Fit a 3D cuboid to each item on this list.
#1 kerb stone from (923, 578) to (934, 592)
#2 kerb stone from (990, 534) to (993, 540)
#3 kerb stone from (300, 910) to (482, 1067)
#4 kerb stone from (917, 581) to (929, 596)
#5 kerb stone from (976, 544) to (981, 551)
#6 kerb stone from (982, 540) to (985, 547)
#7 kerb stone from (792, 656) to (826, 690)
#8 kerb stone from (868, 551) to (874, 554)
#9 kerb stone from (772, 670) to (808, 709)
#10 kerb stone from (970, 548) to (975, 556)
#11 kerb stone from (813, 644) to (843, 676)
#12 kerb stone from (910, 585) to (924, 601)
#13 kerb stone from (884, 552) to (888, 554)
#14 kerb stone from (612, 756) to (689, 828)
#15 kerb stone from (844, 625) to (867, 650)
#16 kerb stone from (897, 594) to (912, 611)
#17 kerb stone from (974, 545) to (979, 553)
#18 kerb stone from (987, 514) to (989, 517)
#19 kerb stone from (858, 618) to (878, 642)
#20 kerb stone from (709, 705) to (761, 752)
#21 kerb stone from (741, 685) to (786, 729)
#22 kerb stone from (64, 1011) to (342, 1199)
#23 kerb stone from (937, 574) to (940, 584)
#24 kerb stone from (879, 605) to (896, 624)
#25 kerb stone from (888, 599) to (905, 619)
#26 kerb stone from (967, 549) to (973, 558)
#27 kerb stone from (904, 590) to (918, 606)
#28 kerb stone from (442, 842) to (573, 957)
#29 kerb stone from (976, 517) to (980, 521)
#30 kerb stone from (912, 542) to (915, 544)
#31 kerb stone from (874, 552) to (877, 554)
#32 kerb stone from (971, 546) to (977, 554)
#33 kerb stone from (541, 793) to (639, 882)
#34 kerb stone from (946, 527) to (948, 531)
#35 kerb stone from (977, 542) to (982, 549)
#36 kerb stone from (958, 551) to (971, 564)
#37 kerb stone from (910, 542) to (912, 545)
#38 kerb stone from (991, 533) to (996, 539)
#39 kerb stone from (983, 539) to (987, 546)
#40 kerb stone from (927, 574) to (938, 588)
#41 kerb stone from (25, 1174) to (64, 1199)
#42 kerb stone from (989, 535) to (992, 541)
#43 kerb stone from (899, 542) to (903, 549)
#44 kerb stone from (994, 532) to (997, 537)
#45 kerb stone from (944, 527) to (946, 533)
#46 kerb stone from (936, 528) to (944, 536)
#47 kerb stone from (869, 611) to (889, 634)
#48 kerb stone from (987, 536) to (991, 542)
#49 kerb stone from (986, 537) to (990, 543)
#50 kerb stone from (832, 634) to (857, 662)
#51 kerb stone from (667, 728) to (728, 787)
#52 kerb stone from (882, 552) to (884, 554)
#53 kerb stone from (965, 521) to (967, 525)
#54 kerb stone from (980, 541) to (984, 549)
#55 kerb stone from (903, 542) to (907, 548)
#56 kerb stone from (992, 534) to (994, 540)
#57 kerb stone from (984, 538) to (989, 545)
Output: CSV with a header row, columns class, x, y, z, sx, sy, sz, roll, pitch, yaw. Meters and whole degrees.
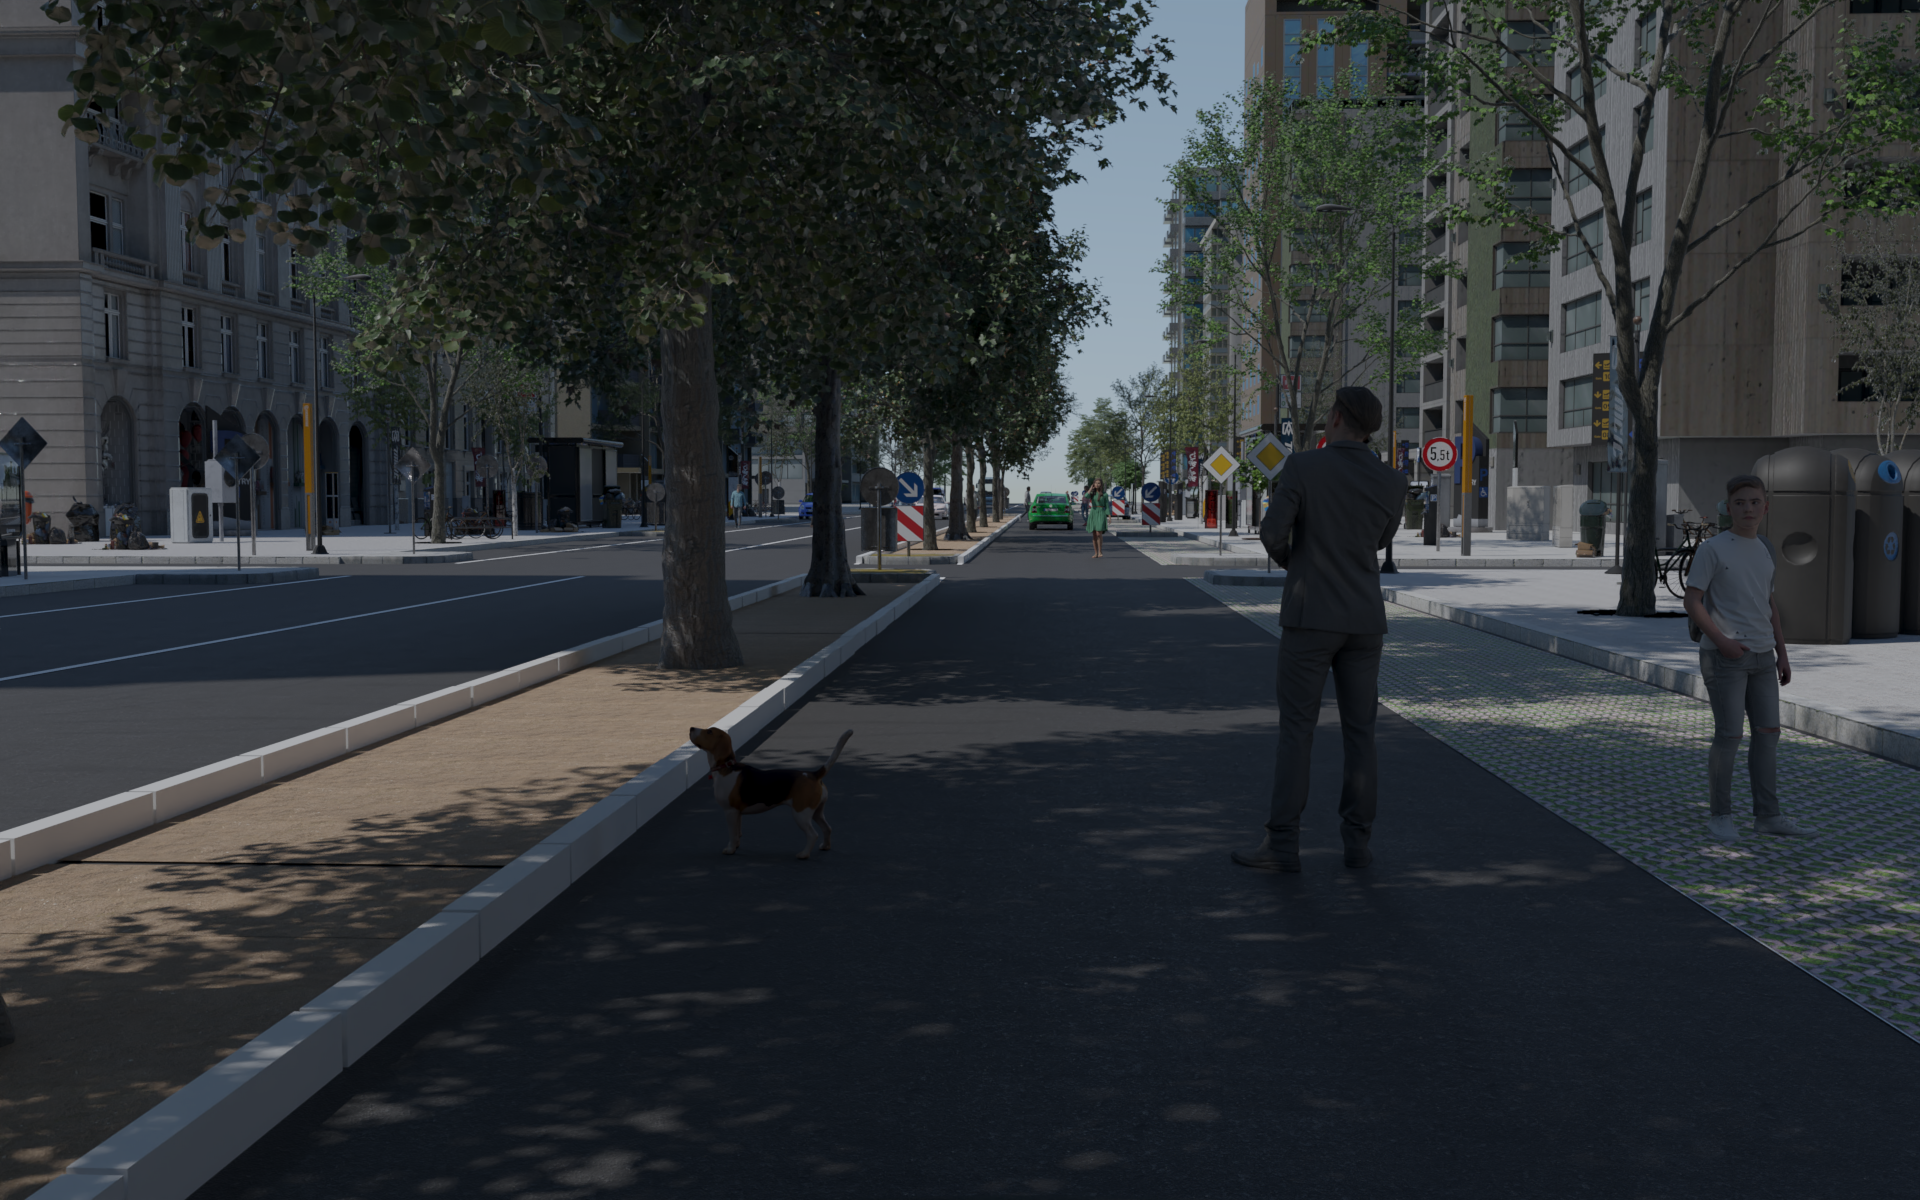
class,x,y,z,sx,sy,sz,roll,pitch,yaw
kerb stone,-0.513,-0.182,25.301,0.120,0.150,1.000,0,4,3
kerb stone,0.836,-1.791,51.472,0.120,0.150,1.000,0,4,3
kerb stone,-1.564,1.065,4.825,0.120,0.150,1.000,0,4,3
kerb stone,-0.570,-0.127,24.274,0.120,0.150,1.000,0,4,3
kerb stone,0.365,-1.223,42.259,0.120,0.150,1.000,0,4,3
kerb stone,0.521,-1.415,45.330,0.120,0.150,1.000,0,4,3
kerb stone,-1.148,0.561,13.020,0.120,0.150,1.000,0,4,3
kerb stone,-2.002,-0.918,37.205,0.120,0.150,1.000,0,4,3
kerb stone,-1.196,0.628,11.989,0.120,0.150,1.000,0,4,3
kerb stone,0.210,-1.034,39.173,0.120,0.150,1.000,0,4,3
kerb stone,-1.090,0.498,14.049,0.120,0.150,1.000,0,4,3
kerb stone,-0.613,-0.065,23.252,0.120,0.150,1.000,0,4,3
kerb stone,-1.839,-1.103,40.267,0.120,0.150,1.000,0,4,3
kerb stone,-1.413,0.875,7.892,0.120,0.150,1.000,0,4,3
kerb stone,-0.997,0.373,16.092,0.120,0.150,1.000,0,4,3
kerb stone,-0.722,0.061,21.202,0.120,0.150,1.000,0,4,3
kerb stone,0.310,-1.164,41.224,0.120,0.150,1.000,0,4,3
kerb stone,1.740,-5.358,109.878,0.120,0.150,1.000,0,4,3
kerb stone,-0.940,0.311,17.113,0.120,0.150,1.000,0,4,3
kerb stone,-1.299,0.750,9.934,0.120,0.150,1.000,0,4,3
kerb stone,-1.251,0.687,10.961,0.120,0.150,1.000,0,4,3
kerb stone,-1.620,1.127,3.804,0.120,0.150,1.000,0,4,3
kerb stone,-0.406,-0.315,27.342,0.120,0.150,1.000,0,4,3
kerb stone,-0.835,0.187,19.155,0.120,0.150,1.000,0,4,3
kerb stone,-0.773,0.123,20.181,0.120,0.150,1.000,0,4,3
kerb stone,0.156,-0.975,38.140,0.120,0.150,1.000,0,4,3
kerb stone,-0.667,0.001,22.223,0.120,0.150,1.000,0,4,3
kerb stone,-1.513,1.000,5.846,0.120,0.150,1.000,0,4,3
kerb stone,1.113,-4.607,97.595,0.120,0.150,1.000,0,4,3
kerb stone,-1.423,-1.593,48.438,0.120,0.150,1.000,0,4,3
kerb stone,-1.951,-0.980,38.225,0.120,0.150,1.000,0,4,3
kerb stone,0.256,-1.101,40.202,0.120,0.150,1.000,0,4,3
kerb stone,-1.462,0.938,6.867,0.120,0.150,1.000,0,4,3
kerb stone,-0.631,-2.542,63.800,0.120,0.150,1.000,0,4,3
kerb stone,0.419,-1.290,43.283,0.120,0.150,1.000,0,4,3
kerb stone,0.098,-0.910,37.115,0.120,0.150,1.000,0,4,3
kerb stone,-1.470,-1.541,47.417,0.120,0.150,1.000,0,4,3
kerb stone,0.944,-1.915,53.513,0.120,0.150,1.000,0,4,3
kerb stone,0.568,-1.478,46.358,0.120,0.150,1.000,0,4,3
kerb stone,-0.462,-0.252,26.321,0.120,0.150,1.000,0,4,3
kerb stone,-1.662,1.190,2.774,0.120,0.150,1.000,0,4,3
kerb stone,0.778,-1.728,50.451,0.120,0.150,1.000,0,4,3
kerb stone,-1.633,-1.355,44.353,0.120,0.150,1.000,0,4,3
kerb stone,0.997,-1.978,54.535,0.120,0.150,1.000,0,4,3
kerb stone,-0.687,-2.477,62.780,0.120,0.150,1.000,0,4,3
kerb stone,-0.737,-2.420,61.758,0.120,0.150,1.000,0,4,3
kerb stone,-0.877,0.248,18.133,0.120,0.150,1.000,0,4,3
kerb stone,0.733,-1.666,49.429,0.120,0.150,1.000,0,4,3
kerb stone,0.682,-1.599,48.409,0.120,0.150,1.000,0,4,3
kerb stone,-1.034,0.438,15.070,0.120,0.150,1.000,0,4,3
kerb stone,-1.358,0.815,8.913,0.120,0.150,1.000,0,4,3
kerb stone,-1.891,-1.040,39.246,0.120,0.150,1.000,0,4,3
kerb stone,0.427,-3.798,84.289,0.120,0.150,1.000,0,4,3
kerb stone,0.469,-1.352,44.303,0.120,0.150,1.000,0,4,3
kerb stone,-1.521,-1.480,46.396,0.120,0.150,1.000,0,4,3
kerb stone,0.890,-1.849,52.493,0.120,0.150,1.000,0,4,3
kerb stone,0.635,-1.536,47.378,0.120,0.150,1.000,0,4,3
